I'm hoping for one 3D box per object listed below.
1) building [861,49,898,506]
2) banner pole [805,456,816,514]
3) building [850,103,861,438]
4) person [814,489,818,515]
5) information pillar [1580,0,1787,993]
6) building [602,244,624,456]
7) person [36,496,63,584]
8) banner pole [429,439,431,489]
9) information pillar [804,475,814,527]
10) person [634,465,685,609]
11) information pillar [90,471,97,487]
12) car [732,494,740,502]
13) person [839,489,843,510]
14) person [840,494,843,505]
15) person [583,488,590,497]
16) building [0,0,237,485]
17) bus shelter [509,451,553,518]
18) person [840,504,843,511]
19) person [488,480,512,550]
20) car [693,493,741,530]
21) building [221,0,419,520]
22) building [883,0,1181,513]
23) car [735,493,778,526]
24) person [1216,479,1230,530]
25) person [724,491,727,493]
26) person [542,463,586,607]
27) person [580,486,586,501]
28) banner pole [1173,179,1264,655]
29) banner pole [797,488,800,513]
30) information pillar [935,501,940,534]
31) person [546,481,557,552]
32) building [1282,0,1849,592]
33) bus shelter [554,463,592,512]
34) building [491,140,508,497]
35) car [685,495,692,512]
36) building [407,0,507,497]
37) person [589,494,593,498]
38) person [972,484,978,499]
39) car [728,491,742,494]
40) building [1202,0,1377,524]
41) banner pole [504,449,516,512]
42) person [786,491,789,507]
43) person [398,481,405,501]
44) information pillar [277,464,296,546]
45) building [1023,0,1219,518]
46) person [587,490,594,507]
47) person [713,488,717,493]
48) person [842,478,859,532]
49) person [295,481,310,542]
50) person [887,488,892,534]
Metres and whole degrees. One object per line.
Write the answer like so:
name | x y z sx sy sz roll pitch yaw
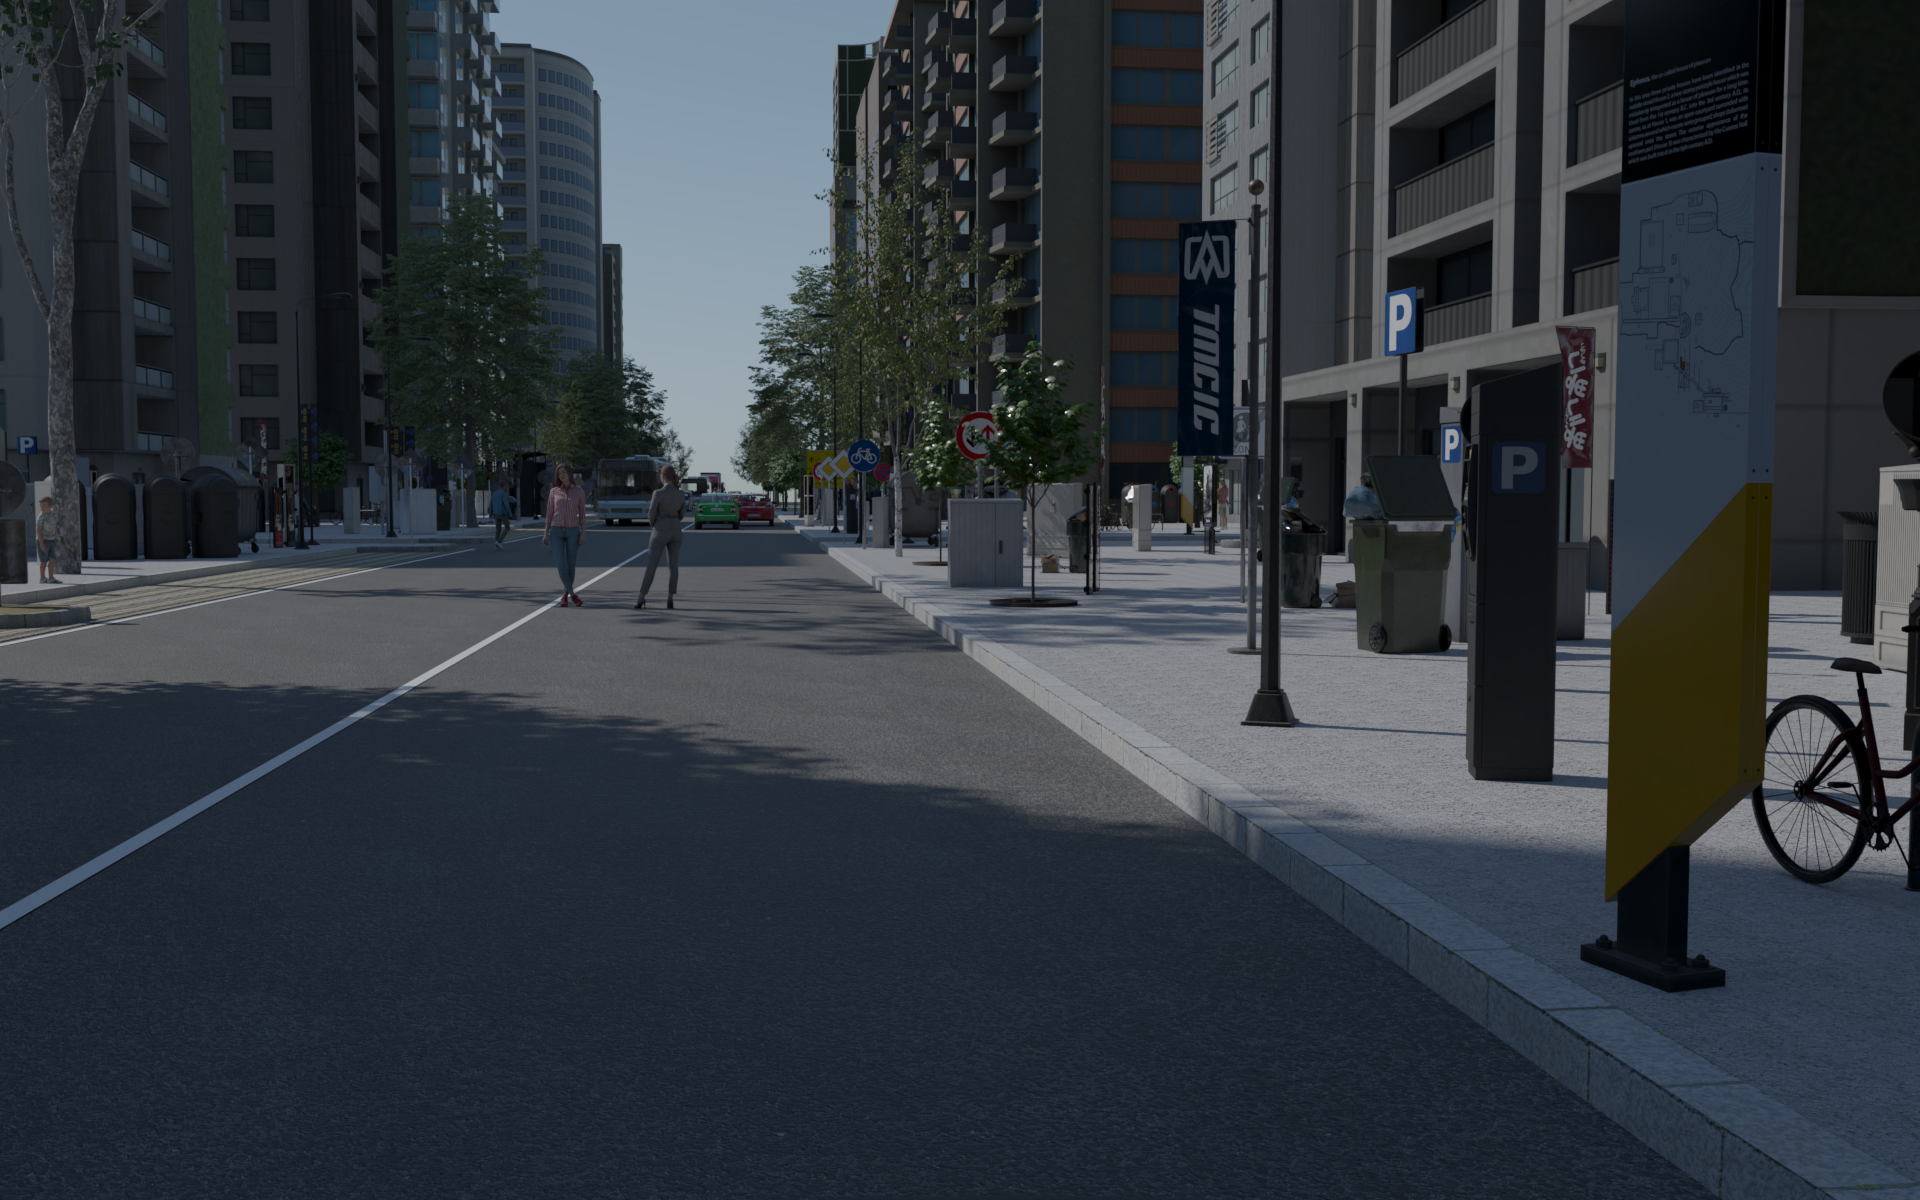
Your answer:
building | -1.792 -32.040 173.962 14.600 45.320 14.200 0 4 -7
banner pole | -8.576 -6.743 100.260 0.863 3.779 0.401 0 4 -7
building | -3.849 -32.924 188.420 14.600 45.320 14.200 0 4 -7
person | -6.918 -4.630 81.619 0.514 1.842 0.818 1 4 9
information pillar | 1.878 -0.801 4.452 0.183 3.616 0.504 -1 4 -20
building | -60.870 -36.135 274.397 14.154 41.232 14.086 0 4 -7
person | -13.073 -0.863 24.843 0.332 1.250 0.352 -2 4 -32
banner pole | -23.926 -5.393 78.188 0.401 3.779 0.863 -1 4 -16
information pillar | -5.918 -3.884 67.998 0.304 2.012 0.304 -2 4 -33
person | -3.757 -0.790 21.690 0.573 1.790 0.520 2 4 34
information pillar | -27.573 -3.085 54.925 0.304 2.012 0.304 0 4 5
car | -22.120 -9.816 170.715 2.015 1.641 3.980 -1 4 -9
person | -9.620 -8.046 138.426 1.217 1.723 0.721 -2 4 -32
person | -12.409 -10.619 179.607 0.705 1.831 1.348 1 4 23
person | -36.012 -9.760 165.616 1.348 1.824 0.705 0 4 -4
building | -37.384 -23.397 66.133 14.154 41.232 14.086 0 4 -7
bus shelter | -24.180 -6.510 97.725 1.731 3.624 6.357 0 4 -7
person | -5.267 -4.592 81.249 0.853 1.813 0.709 -1 4 -16
person | -11.761 -2.167 44.268 0.601 1.785 0.444 3 4 37
car | -9.991 -3.817 71.203 1.959 1.807 4.718 0 4 -8
building | -36.526 -19.394 88.791 14.160 30.474 14.107 0 4 -7
building | 4.742 -30.459 152.624 22.147 44.769 28.867 0 4 -7
car | -9.283 -4.226 78.132 2.155 1.783 4.494 0 4 -6
person | 9.417 -3.429 62.080 0.573 1.828 0.580 0 4 -2
person | -25.591 -11.045 189.912 0.721 1.723 1.217 1 4 13
person | -5.039 -0.828 22.047 0.555 1.821 0.388 -1 4 -17
person | -24.841 -6.581 113.663 0.581 1.822 0.654 -1 4 -11
banner pole | 2.139 -1.464 13.961 0.863 3.779 0.401 1 4 21
banner pole | -10.991 -7.847 118.311 0.863 3.779 0.401 3 4 37
information pillar | -0.868 -3.920 55.439 0.504 3.616 0.183 -1 4 -14
person | -10.108 -2.082 43.095 0.362 1.759 0.519 -2 4 -29
building | 18.076 -35.960 26.195 20.563 71.187 20.611 0 4 -7
bus shelter | -26.085 -7.530 117.043 2.014 3.302 5.546 0 4 -7
building | -57.384 -28.962 165.413 32.217 40.220 23.993 0 4 -7
car | -22.945 -7.955 142.062 2.014 1.417 4.499 0 4 -5
building | -48.889 -31.704 137.968 23.786 49.044 30.456 0 4 -7
person | -28.455 -7.950 136.043 1.348 1.821 0.705 -1 4 -20
person | 0.855 -5.104 89.589 0.694 1.812 0.767 1 4 16
car | -25.948 -11.670 199.479 2.281 1.827 5.304 0 4 -8
building | 18.522 -23.713 71.310 14.086 41.232 14.154 0 4 -7
banner pole | -21.891 -5.755 84.116 0.863 3.779 0.401 2 4 28
person | -17.675 -10.450 176.834 0.705 1.831 1.348 -1 4 -12
person | -21.797 -3.762 67.728 0.728 1.800 0.709 -2 4 -25
information pillar | -16.542 -2.329 42.567 0.304 2.012 0.304 3 5 39
building | 9.504 -27.605 105.974 22.147 44.769 28.867 0 4 -7
person | -37.147 -10.295 175.092 1.217 1.735 0.721 -2 4 -33
person | -14.701 -5.837 104.036 0.391 1.810 0.635 -3 4 -38
person | -3.675 -3.205 58.418 0.580 1.828 0.573 0 4 6
person | -17.490 -2.248 45.610 0.721 1.781 0.623 2 4 31
person | -2.085 -3.015 55.525 0.511 1.800 0.466 -2 4 -27
